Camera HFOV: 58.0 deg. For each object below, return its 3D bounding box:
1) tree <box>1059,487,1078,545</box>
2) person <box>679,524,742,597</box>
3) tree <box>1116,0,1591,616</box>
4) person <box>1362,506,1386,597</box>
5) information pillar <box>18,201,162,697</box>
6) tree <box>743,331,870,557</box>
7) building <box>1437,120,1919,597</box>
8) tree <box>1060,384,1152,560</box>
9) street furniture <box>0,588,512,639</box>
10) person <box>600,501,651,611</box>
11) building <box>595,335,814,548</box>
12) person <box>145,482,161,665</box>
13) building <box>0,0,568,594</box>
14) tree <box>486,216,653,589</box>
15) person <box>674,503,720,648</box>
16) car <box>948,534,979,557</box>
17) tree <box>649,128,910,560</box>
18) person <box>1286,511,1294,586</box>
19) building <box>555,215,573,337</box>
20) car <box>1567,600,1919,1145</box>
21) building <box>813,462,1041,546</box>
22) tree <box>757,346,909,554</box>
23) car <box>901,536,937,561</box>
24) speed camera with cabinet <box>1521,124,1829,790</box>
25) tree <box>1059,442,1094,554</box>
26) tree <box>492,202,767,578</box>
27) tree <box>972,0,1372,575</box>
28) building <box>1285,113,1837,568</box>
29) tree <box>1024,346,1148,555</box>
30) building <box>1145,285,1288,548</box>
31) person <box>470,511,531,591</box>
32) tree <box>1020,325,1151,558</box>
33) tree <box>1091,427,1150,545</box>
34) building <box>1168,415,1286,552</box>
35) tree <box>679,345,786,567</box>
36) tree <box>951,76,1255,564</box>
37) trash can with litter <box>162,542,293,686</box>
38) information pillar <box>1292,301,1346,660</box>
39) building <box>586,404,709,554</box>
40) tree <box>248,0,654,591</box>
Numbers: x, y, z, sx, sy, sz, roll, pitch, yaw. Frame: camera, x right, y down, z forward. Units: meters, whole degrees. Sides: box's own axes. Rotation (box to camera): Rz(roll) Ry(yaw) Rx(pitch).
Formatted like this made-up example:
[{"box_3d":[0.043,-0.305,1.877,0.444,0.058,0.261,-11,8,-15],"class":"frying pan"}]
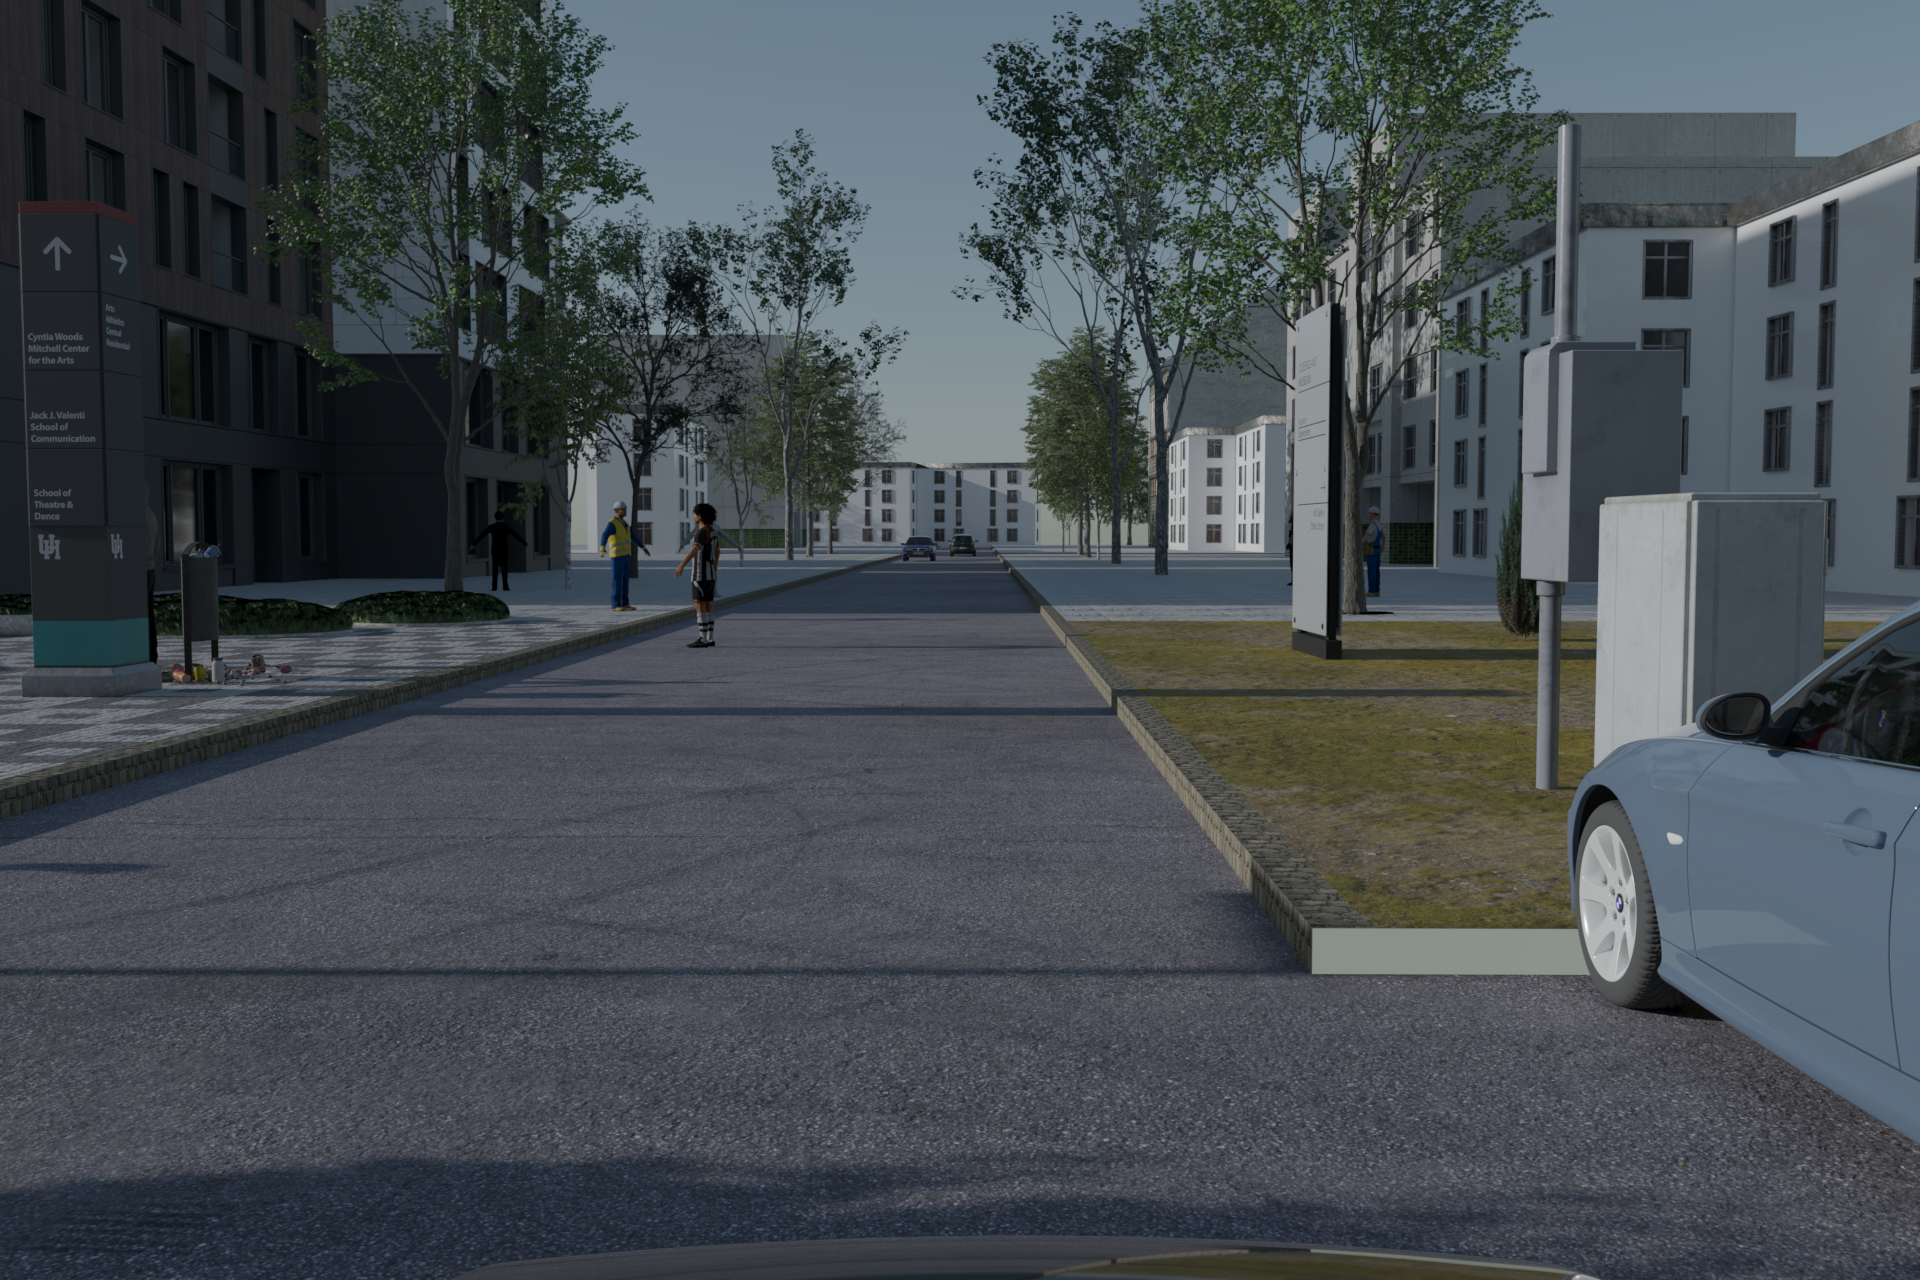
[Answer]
[{"box_3d":[12.886,-15.260,199.855,4.360,8.622,3.978,0,3,0],"class":"tree"},{"box_3d":[-5.092,-1.771,35.150,1.347,1.806,0.705,-2,4,-29],"class":"person"},{"box_3d":[6.326,-6.233,27.659,9.928,11.665,9.643,0,3,0],"class":"tree"},{"box_3d":[8.435,-1.809,35.442,0.705,1.847,1.347,3,4,38],"class":"person"},{"box_3d":[-6.994,-1.498,13.866,0.750,3.857,0.750,0,4,2],"class":"information pillar"},{"box_3d":[-8.713,-10.974,97.549,7.486,12.596,7.792,0,3,0],"class":"tree"},{"box_3d":[20.336,-6.239,44.155,9.099,9.664,28.070,0,4,1],"class":"building"},{"box_3d":[7.094,-8.265,85.487,4.737,8.622,4.395,0,3,0],"class":"tree"},{"box_3d":[-11.497,-0.498,23.767,10.072,0.657,5.734,0,4,-6],"class":"street furniture"},{"box_3d":[-5.639,-1.403,28.908,0.705,1.833,1.349,2,4,24],"class":"person"},{"box_3d":[-24.005,-18.530,169.430,16.747,18.905,31.486,0,4,0],"class":"building"},{"box_3d":[-7.910,-0.642,16.633,0.705,1.813,1.348,-1,4,-9],"class":"person"},{"box_3d":[-28.348,-12.410,46.881,27.936,21.610,32.646,0,4,0],"class":"building"},{"box_3d":[-9.265,-5.528,40.741,4.737,8.622,4.395,0,3,0],"class":"tree"},{"box_3d":[-3.266,-0.813,21.895,0.704,1.843,1.345,1,4,12],"class":"person"},{"box_3d":[0.191,-6.204,111.227,2.009,1.686,4.222,0,4,0],"class":"car"},{"box_3d":[-8.870,-13.923,83.528,12.611,20.169,13.585,0,3,0],"class":"tree"},{"box_3d":[8.310,-2.285,43.145,0.705,1.856,1.354,1,4,16],"class":"person"},{"box_3d":[-28.582,-14.928,74.994,19.493,23.208,18.063,0,4,1],"class":"building"},{"box_3d":[2.817,0.504,3.769,2.014,1.417,4.499,0,4,0],"class":"car"},{"box_3d":[-4.901,-15.753,202.173,28.070,9.664,9.099,1,4,10],"class":"building"},{"box_3d":[-8.300,-12.322,111.836,12.009,13.543,11.850,0,3,0],"class":"tree"},{"box_3d":[-2.163,-4.872,92.236,1.945,1.354,3.894,0,4,0],"class":"car"},{"box_3d":[3.148,-0.824,7.808,0.660,3.252,2.038,0,4,0],"class":"speed camera with cabinet"},{"box_3d":[6.802,-9.876,111.838,4.737,8.622,4.395,0,3,0],"class":"tree"},{"box_3d":[-9.528,-7.051,49.704,8.767,10.594,7.601,0,4,2],"class":"tree"},{"box_3d":[6.328,-12.030,52.579,12.611,20.169,13.585,0,3,0],"class":"tree"},{"box_3d":[26.660,-13.152,81.492,16.747,18.905,31.486,0,4,0],"class":"building"},{"box_3d":[7.489,-11.386,104.284,7.486,12.596,7.792,0,3,0],"class":"tree"},{"box_3d":[27.851,-20.265,162.269,19.493,23.208,18.063,0,4,1],"class":"building"},{"box_3d":[-10.392,-2.014,39.112,1.347,1.806,0.705,-1,4,-8],"class":"person"},{"box_3d":[6.749,-10.774,94.276,7.486,12.596,7.792,0,3,0],"class":"tree"},{"box_3d":[19.569,-17.851,198.517,9.857,13.997,8.962,0,3,0],"class":"tree"},{"box_3d":[22.388,-11.882,136.410,9.099,9.664,28.070,0,4,1],"class":"building"},{"box_3d":[-8.361,-7.137,67.055,4.360,8.622,3.978,0,3,0],"class":"tree"},{"box_3d":[5.861,-13.273,72.908,12.611,20.169,13.585,0,3,0],"class":"tree"},{"box_3d":[-6.595,-0.284,15.701,1.678,1.210,2.233,0,4,2],"class":"trash can with litter"},{"box_3d":[3.798,-1.655,18.376,0.184,3.620,1.656,0,4,-1],"class":"information pillar"},{"box_3d":[-22.783,-11.248,126.048,9.099,9.664,28.070,0,4,0],"class":"building"},{"box_3d":[-9.354,-6.502,32.070,9.928,11.665,9.643,0,3,0],"class":"tree"}]
